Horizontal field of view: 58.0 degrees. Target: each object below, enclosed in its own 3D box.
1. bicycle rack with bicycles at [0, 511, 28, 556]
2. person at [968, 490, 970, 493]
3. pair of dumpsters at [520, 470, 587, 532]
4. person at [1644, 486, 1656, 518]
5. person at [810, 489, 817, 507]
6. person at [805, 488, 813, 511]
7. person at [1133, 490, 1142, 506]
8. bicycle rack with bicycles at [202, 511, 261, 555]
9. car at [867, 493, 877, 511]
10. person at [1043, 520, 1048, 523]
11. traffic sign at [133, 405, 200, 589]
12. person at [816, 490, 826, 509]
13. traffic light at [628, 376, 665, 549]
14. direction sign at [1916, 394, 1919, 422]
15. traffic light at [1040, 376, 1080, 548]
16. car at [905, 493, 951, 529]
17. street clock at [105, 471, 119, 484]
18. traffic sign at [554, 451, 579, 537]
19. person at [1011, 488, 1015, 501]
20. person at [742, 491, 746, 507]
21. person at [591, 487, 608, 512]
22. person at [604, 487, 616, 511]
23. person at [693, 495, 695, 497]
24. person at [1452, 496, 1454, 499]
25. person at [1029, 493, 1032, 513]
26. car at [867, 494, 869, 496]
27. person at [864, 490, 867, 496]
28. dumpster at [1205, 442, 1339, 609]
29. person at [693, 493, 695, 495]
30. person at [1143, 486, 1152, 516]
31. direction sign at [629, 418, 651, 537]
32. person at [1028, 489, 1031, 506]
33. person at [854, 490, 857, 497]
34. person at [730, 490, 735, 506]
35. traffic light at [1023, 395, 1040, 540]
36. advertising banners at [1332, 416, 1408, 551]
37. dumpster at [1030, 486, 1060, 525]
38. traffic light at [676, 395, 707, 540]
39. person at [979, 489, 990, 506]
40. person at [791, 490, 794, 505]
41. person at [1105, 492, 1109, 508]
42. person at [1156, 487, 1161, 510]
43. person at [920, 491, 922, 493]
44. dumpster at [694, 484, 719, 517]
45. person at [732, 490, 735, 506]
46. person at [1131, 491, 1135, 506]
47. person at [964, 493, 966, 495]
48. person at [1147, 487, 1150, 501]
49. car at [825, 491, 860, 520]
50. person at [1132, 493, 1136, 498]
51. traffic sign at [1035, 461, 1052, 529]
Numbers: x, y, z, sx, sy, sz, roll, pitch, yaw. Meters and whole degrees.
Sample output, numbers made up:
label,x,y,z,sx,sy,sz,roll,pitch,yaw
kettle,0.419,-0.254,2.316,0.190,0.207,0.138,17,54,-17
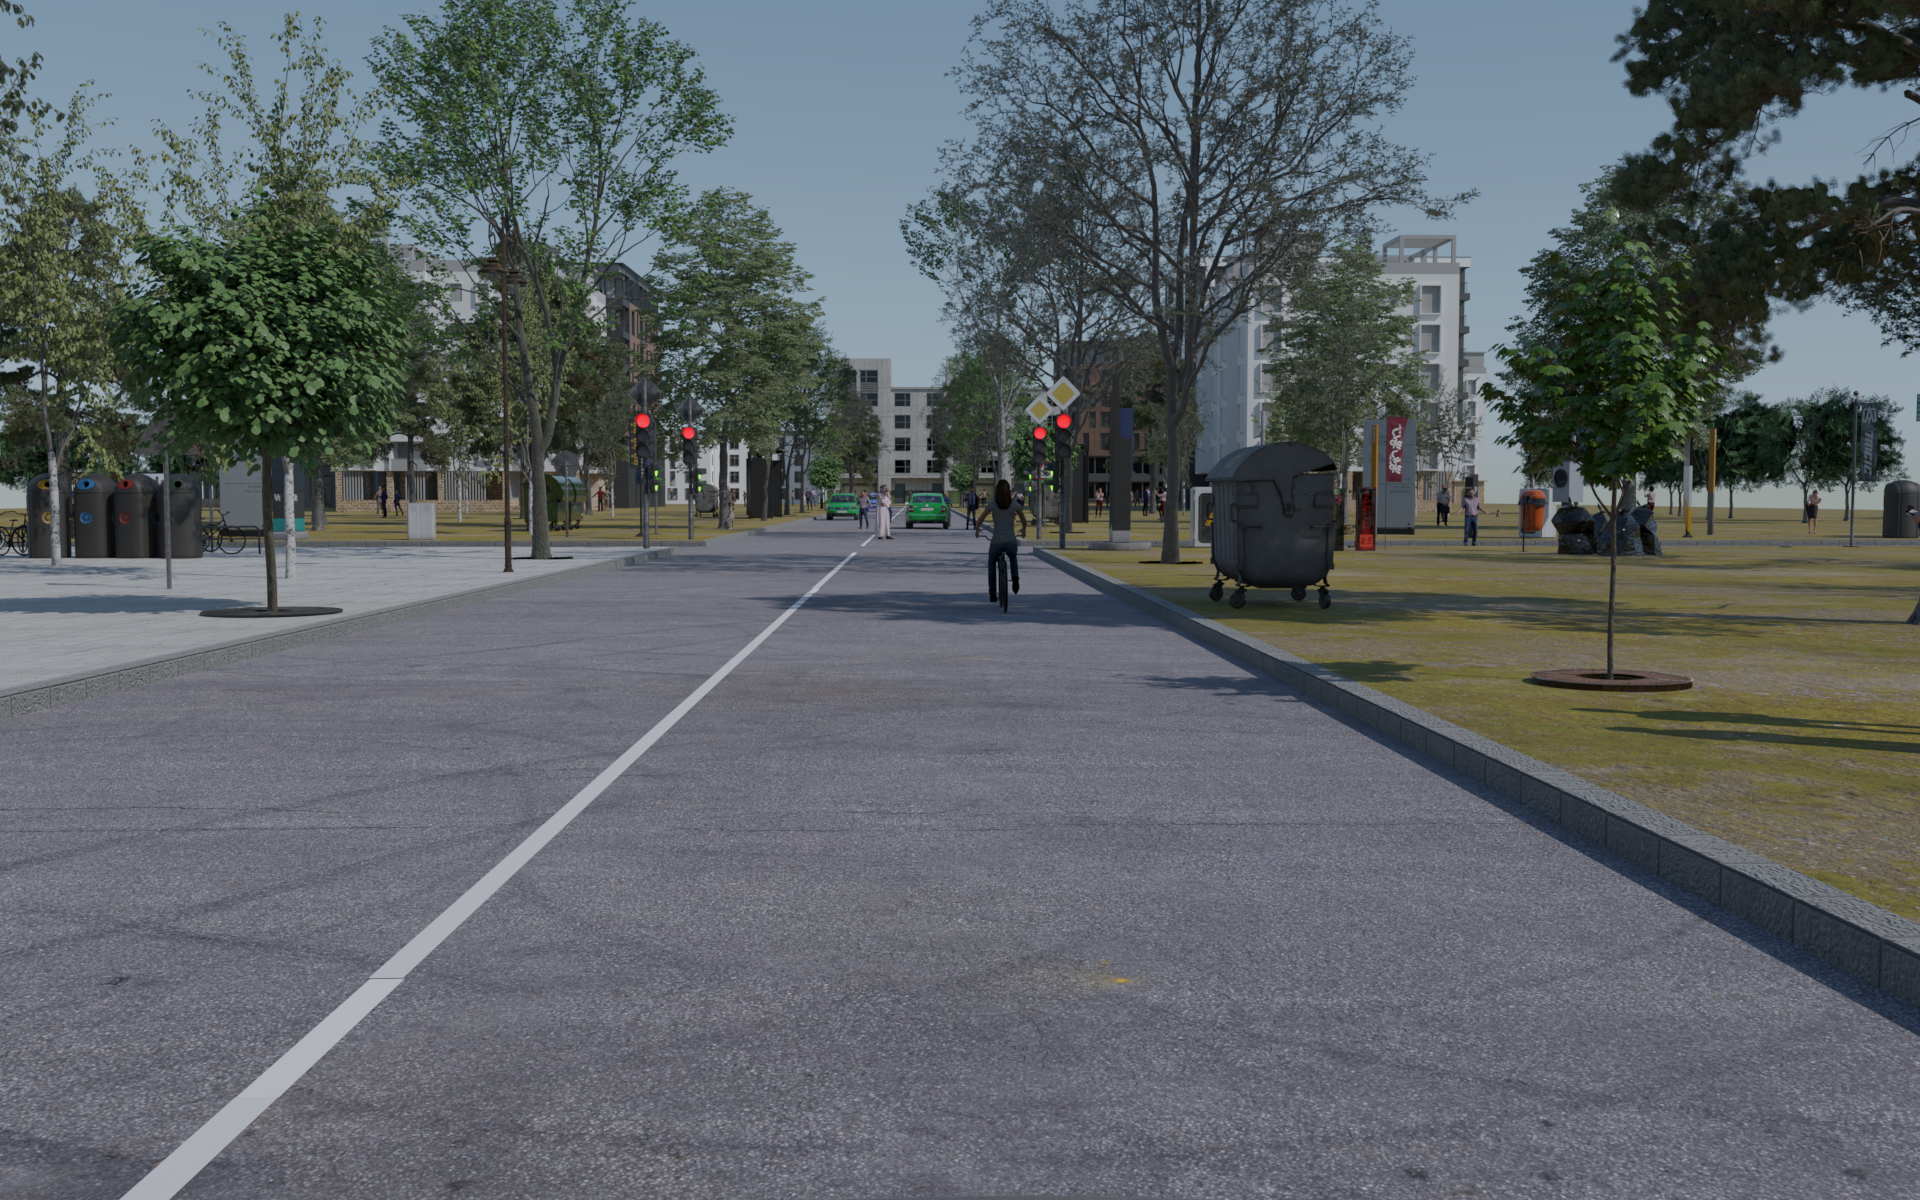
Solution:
label,x,y,z,sx,sy,sz,roll,pitch,yaw
bicycle rack with bicycles,-20.224,-1.416,36.541,2.925,0.926,2.852,2,4,34
person,1.066,-10.647,180.795,0.551,1.740,0.621,-3,5,-43
pair of dumpsters,-14.318,-3.578,61.002,1.574,2.255,4.436,0,4,-1
person,30.022,-4.153,75.401,0.517,1.644,0.566,2,4,29
person,-14.829,-10.343,175.023,0.709,1.838,0.599,-1,4,-10
person,-11.776,-7.852,134.865,0.683,1.767,0.568,1,4,10
person,18.950,-10.914,185.041,0.990,1.755,0.434,1,4,18
bicycle rack with bicycles,-16.353,-1.421,36.619,2.852,0.926,2.925,3,4,36
car,-7.045,-8.280,144.970,1.945,1.707,3.694,0,4,-2
person,3.540,-4.215,75.633,0.621,1.740,0.551,1,4,10
traffic sign,-10.691,-1.427,23.343,0.884,2.594,0.081,0,4,-1
person,-11.969,-8.778,149.547,0.705,1.826,1.348,-3,5,-41
traffic light,-7.357,-3.141,40.599,0.839,4.213,0.868,0,4,-1
direction sign,23.529,-3.139,40.086,2.525,3.948,1.411,2,4,29
traffic light,2.402,-3.156,40.843,0.839,4.213,0.868,0,4,-1
car,-1.356,-3.898,72.533,1.959,1.807,4.718,0,4,0
street clock,-25.537,-2.914,52.210,0.358,2.002,0.471,0,4,4
traffic sign,-11.663,-3.133,51.337,0.768,2.556,0.104,0,4,1
person,4.468,-8.687,148.082,0.705,1.824,1.348,-1,4,-16
person,-22.099,-10.394,177.451,0.415,1.643,0.593,-1,4,-13
person,-26.376,-7.397,126.940,1.348,1.831,0.705,-2,4,-33
person,-26.652,-7.625,130.710,1.348,1.824,0.705,1,4,13
person,-23.049,-8.923,152.063,0.705,1.807,1.348,-3,5,-43
person,58.378,-12.075,205.802,0.709,1.838,0.599,-2,4,-34
person,4.980,-6.739,118.281,0.516,1.574,0.319,-1,4,-8
car,-8.636,-9.979,172.202,2.155,1.783,4.494,0,3,0
person,-8.251,-8.630,149.692,0.705,1.812,1.348,0,4,8
dumpster,3.599,-0.872,20.020,1.264,1.857,1.865,0,4,-1
person,-30.513,-11.821,200.038,1.217,1.743,0.721,-3,4,-39
person,10.873,-5.741,100.605,0.504,1.737,0.576,-2,4,-28
direction sign,-9.591,-3.671,52.021,0.379,3.537,0.876,2,4,33
person,7.317,-10.682,180.775,0.705,1.814,1.350,1,4,13
person,-11.932,-11.571,195.948,0.721,1.735,1.217,-2,4,-28
person,-23.930,-10.646,180.791,1.217,1.739,0.721,2,4,34
traffic light,2.214,-3.644,48.826,0.839,4.213,0.868,0,4,-1
advertising banners,9.111,-2.616,38.958,2.074,3.025,0.090,-1,4,-13
dumpster,3.567,-4.032,71.685,1.264,1.857,1.865,0,4,-1
traffic light,-7.544,-3.629,48.582,0.839,4.213,0.868,0,4,-1
person,2.539,-10.778,182.351,1.348,1.812,0.705,-1,4,-18
person,-19.264,-11.739,198.685,0.721,1.736,1.217,0,4,4
person,13.268,-8.953,155.676,0.557,1.426,1.065,2,4,32
person,15.954,-8.237,140.738,1.348,1.822,0.705,0,4,7
person,-4.548,-11.617,198.405,0.705,1.831,1.348,3,5,39
dumpster,-14.192,-5.577,96.936,1.264,1.857,1.865,0,4,-1
person,-23.925,-10.747,182.271,0.721,1.766,1.217,0,4,-4
person,19.170,-11.256,191.545,0.593,1.643,0.415,0,4,8
person,0.688,-9.648,167.019,0.697,1.427,0.421,2,4,34
person,14.197,-7.541,129.208,0.709,1.838,0.599,-2,4,-25
car,-6.433,-5.316,95.718,1.959,1.807,4.718,0,4,-1
person,14.933,-8.984,152.893,1.348,1.831,0.705,2,4,31
traffic sign,3.141,-3.910,63.924,0.884,2.594,0.081,0,4,6
